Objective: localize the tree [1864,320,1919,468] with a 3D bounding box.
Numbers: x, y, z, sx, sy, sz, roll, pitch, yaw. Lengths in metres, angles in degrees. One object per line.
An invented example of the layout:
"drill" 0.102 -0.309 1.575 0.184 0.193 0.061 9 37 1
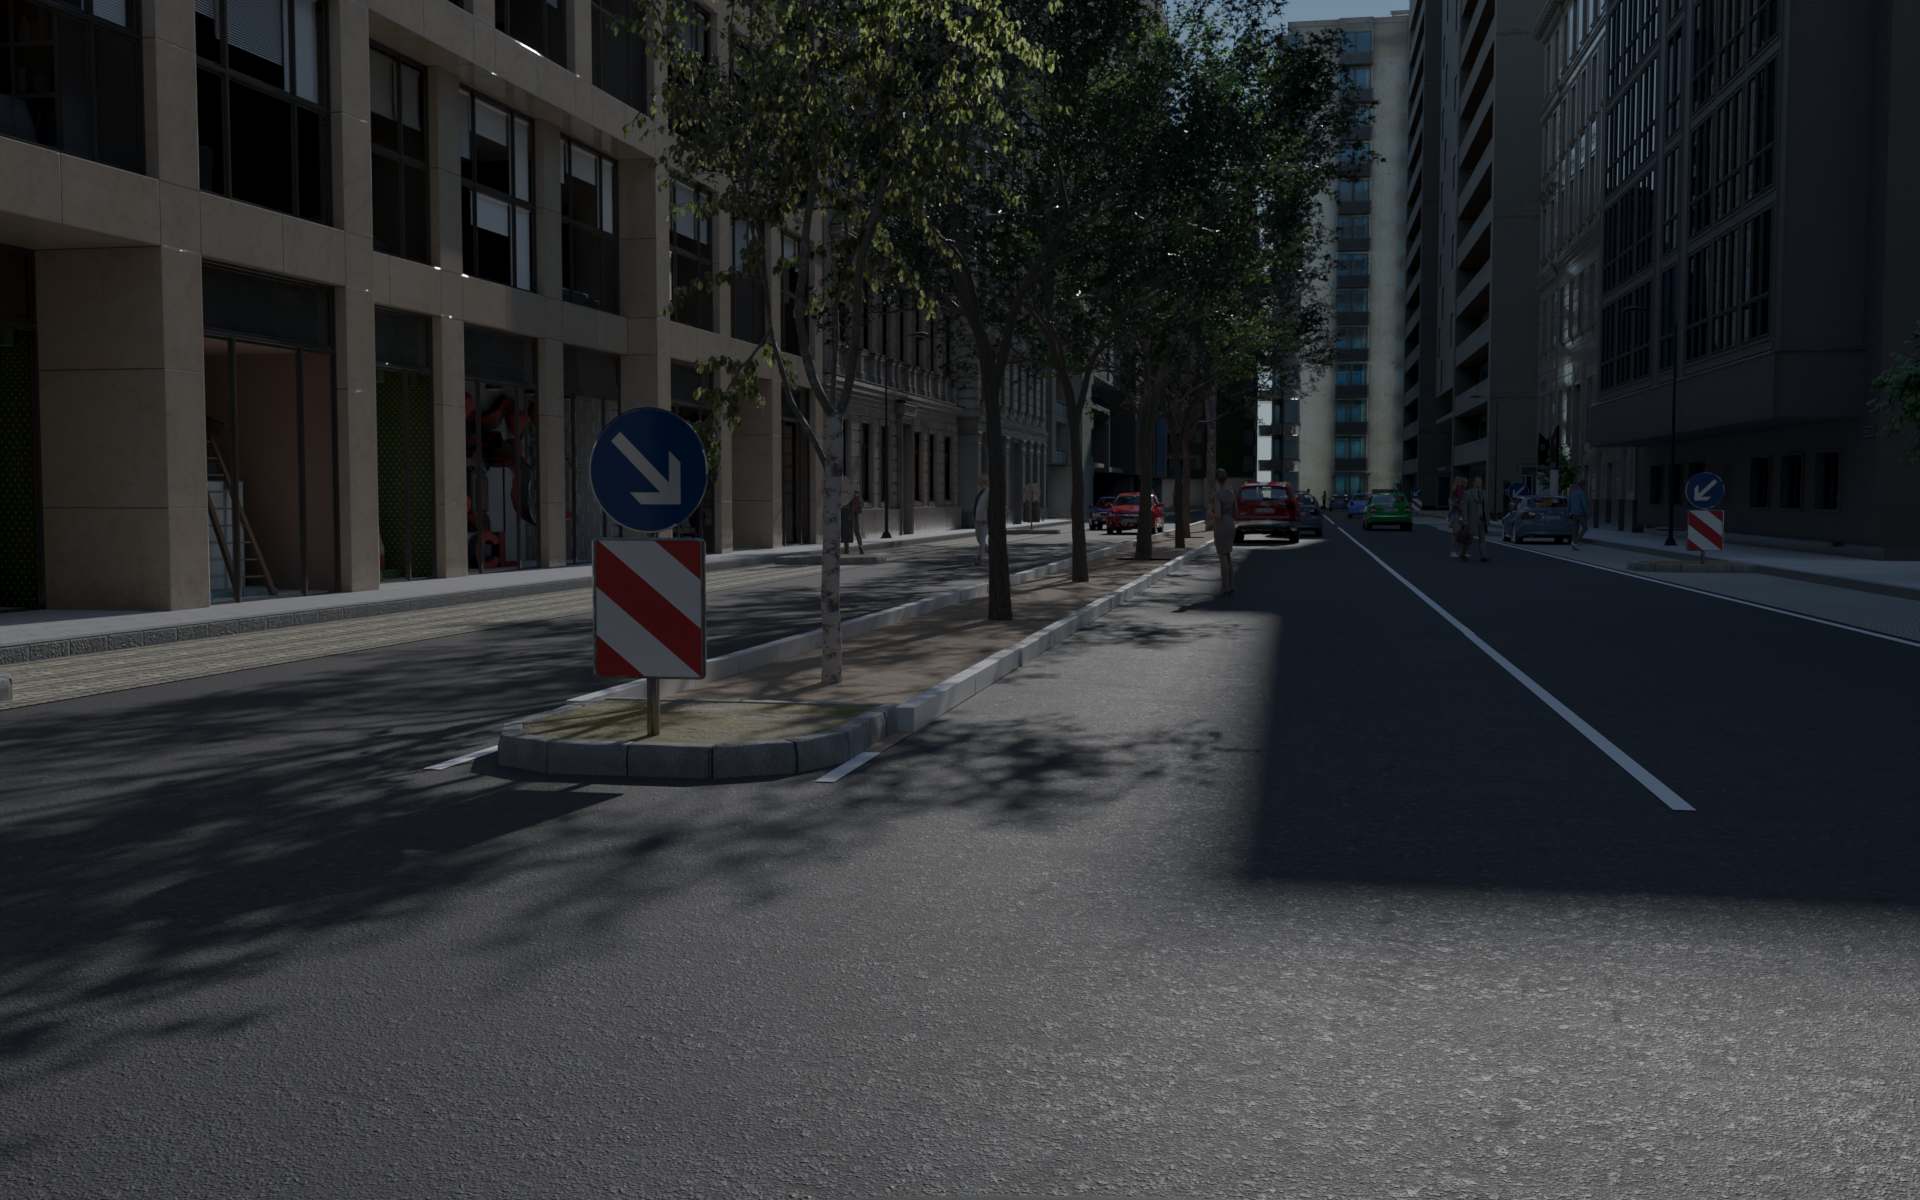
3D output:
"tree" 15.676 -2.606 26.319 4.285 4.588 4.351 0 3 0

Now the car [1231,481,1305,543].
"car" 9.279 -2.679 52.476 2.281 1.827 5.304 1 4 11

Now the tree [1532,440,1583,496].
"tree" 21.185 -4.099 61.615 1.663 3.219 1.824 0 3 0

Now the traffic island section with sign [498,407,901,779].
"traffic island section with sign" -1.513 -0.097 9.722 2.006 1.907 1.989 1 4 11

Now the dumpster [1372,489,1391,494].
"dumpster" 35.393 -8.370 145.064 1.865 1.857 1.264 1 4 10

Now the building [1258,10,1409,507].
"building" 45.710 -33.913 174.082 30.456 49.044 23.786 1 4 11

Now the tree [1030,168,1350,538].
"tree" 7.315 -8.734 55.627 12.009 13.543 11.850 0 3 0

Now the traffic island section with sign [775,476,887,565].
"traffic island section with sign" -2.588 -1.658 35.732 1.989 1.847 2.006 1 4 11

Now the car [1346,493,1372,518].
"car" 24.062 -5.747 103.552 1.945 1.707 3.694 1 4 11

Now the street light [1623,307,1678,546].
"street light" 17.126 -4.307 42.968 1.470 5.913 1.316 1 4 11

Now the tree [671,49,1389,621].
"tree" 0.546 -5.062 19.626 8.767 10.594 7.601 1 4 11

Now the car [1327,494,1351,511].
"car" 31.673 -8.102 144.467 2.014 1.417 4.499 1 4 12

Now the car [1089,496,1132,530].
"car" 6.257 -3.536 70.388 1.945 1.354 3.894 1 4 11

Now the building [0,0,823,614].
"building" -16.218 -13.752 29.364 19.350 26.468 34.151 1 4 11

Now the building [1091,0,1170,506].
"building" 10.885 -30.814 153.912 14.200 45.320 14.600 1 4 11

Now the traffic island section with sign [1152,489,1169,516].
"traffic island section with sign" 12.242 -6.316 111.888 1.989 1.847 2.006 1 4 11

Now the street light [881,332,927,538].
"street light" -1.602 -4.733 49.933 1.470 5.913 1.316 1 4 11

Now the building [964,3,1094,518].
"building" -0.546 -25.044 93.060 14.154 41.232 14.086 1 4 11

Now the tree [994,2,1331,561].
"tree" 4.041 -6.643 36.831 9.928 11.665 9.643 0 3 0

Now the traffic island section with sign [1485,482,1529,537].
"traffic island section with sign" 18.704 -3.060 58.663 1.989 1.847 2.006 1 4 11

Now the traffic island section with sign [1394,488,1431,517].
"traffic island section with sign" 28.298 -6.074 107.942 1.989 1.847 2.006 1 4 11

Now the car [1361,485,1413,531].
"car" 17.078 -3.699 69.277 1.959 1.807 4.718 1 4 10

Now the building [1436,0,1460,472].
"building" 47.370 -32.291 117.201 28.713 52.752 27.495 1 4 11

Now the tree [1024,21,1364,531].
"tree" 8.712 -12.809 67.772 12.611 20.169 13.585 0 3 0

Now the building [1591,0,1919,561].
"building" 25.199 -15.258 42.974 14.314 27.812 24.014 1 4 11

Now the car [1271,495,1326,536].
"car" 11.672 -2.936 60.011 2.014 1.417 4.499 1 4 11

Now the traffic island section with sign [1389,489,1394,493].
"traffic island section with sign" 33.470 -7.692 134.398 1.989 1.847 2.006 1 4 11

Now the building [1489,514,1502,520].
"building" 38.849 -28.731 93.446 21.300 48.544 21.600 1 4 11

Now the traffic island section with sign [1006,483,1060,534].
"traffic island section with sign" 2.565 -3.277 62.209 1.989 1.847 2.006 1 4 11

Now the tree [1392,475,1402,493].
"tree" 40.225 -9.963 157.493 1.663 3.219 1.824 0 3 0

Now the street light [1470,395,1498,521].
"street light" 24.650 -6.660 81.430 1.470 5.913 1.316 1 4 11

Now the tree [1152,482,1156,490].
"tree" 15.669 -9.188 144.827 1.663 3.219 1.824 0 3 0

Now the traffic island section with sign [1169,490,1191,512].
"traffic island section with sign" 17.398 -7.934 138.347 1.989 1.847 2.006 1 4 11

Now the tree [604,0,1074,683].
"tree" -0.940 -3.685 13.073 4.360 8.622 3.978 0 3 0

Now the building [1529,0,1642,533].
"building" 30.044 -16.508 67.175 12.463 27.353 25.104 1 4 11

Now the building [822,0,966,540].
"building" -6.299 -11.633 54.831 10.561 19.102 19.286 1 4 11

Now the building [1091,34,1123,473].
"building" -3.805 -32.125 114.481 28.713 52.752 27.495 1 4 11

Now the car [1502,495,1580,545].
"car" 16.828 -2.340 50.261 2.014 1.417 4.499 1 4 11

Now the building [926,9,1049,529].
"building" -2.195 -13.695 73.069 9.793 20.994 18.267 1 4 11

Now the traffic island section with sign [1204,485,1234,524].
"traffic island section with sign" 12.848 -4.608 83.481 2.006 1.907 1.989 1 4 11

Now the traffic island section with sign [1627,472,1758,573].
"traffic island section with sign" 13.554 -1.442 32.203 1.989 1.847 2.006 1 4 11

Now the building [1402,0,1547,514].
"building" 48.250 -31.720 142.327 21.300 48.544 21.600 1 4 11

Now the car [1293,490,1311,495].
"car" 29.260 -8.628 149.740 2.281 1.827 5.304 1 4 9

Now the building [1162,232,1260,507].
"building" 22.835 -24.590 173.743 14.107 30.474 14.160 1 4 11

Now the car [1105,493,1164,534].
"car" 6.417 -3.317 63.277 2.155 1.783 4.494 1 4 12
